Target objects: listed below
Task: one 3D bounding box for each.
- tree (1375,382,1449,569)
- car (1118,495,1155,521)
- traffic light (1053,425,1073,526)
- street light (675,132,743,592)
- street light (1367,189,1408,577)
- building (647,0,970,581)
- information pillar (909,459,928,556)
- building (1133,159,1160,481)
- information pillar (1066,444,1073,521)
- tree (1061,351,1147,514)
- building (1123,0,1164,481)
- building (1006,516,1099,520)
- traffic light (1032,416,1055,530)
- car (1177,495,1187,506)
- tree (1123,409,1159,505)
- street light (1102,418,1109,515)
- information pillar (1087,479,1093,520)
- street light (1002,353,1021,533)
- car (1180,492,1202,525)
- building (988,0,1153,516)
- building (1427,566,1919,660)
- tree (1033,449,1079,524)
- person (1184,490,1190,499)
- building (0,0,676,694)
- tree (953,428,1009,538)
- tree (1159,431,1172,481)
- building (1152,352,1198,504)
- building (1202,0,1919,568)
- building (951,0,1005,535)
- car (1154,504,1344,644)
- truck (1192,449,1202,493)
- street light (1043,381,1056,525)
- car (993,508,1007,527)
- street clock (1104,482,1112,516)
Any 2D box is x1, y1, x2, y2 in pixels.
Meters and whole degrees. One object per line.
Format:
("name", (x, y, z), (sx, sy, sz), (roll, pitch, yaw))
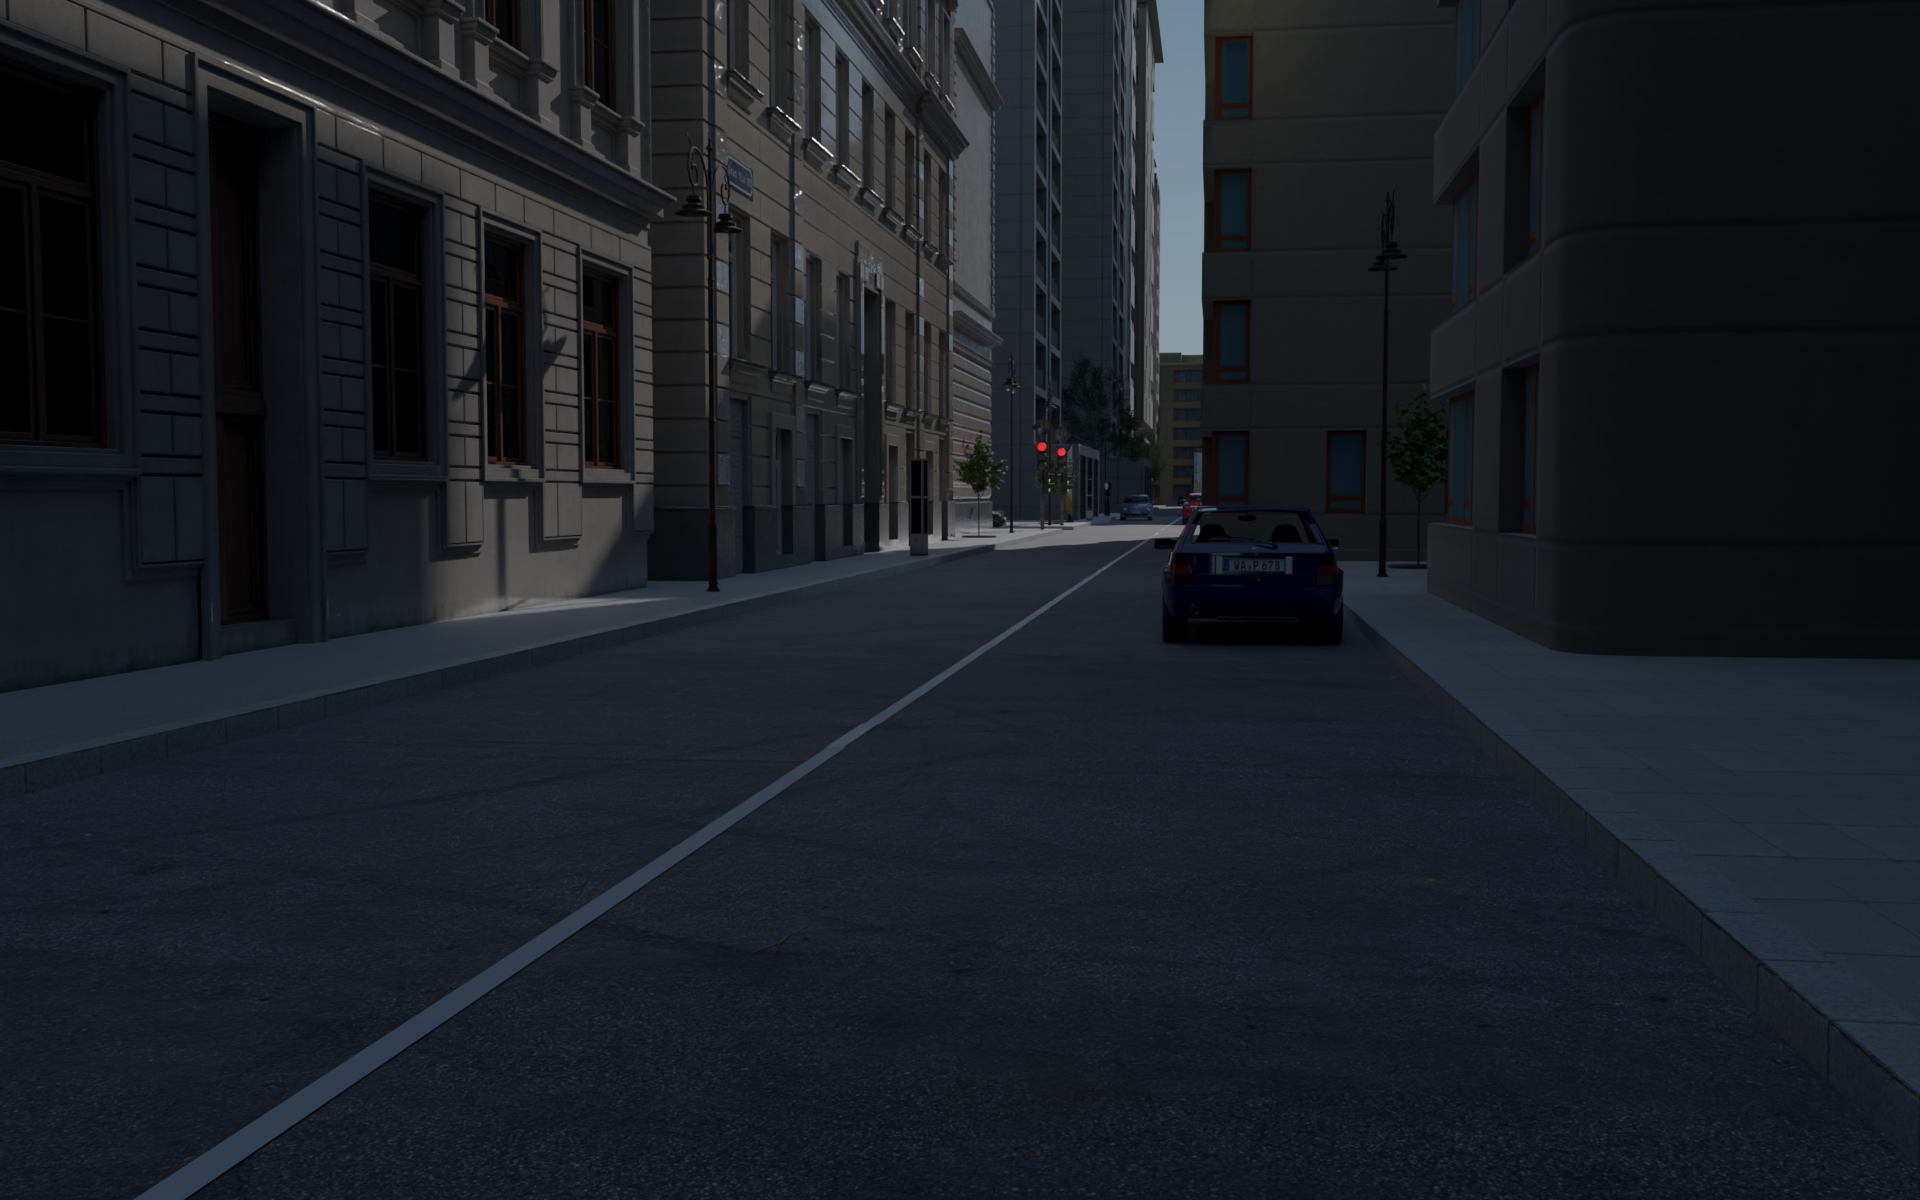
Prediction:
("tree", (8.083, -2.160, 29.924), (1.663, 3.219, 1.824), (0, 3, 0))
("car", (9.708, -5.082, 95.085), (2.014, 1.417, 4.499), (0, 4, 7))
("traffic light", (4.164, -4.982, 70.383), (0.839, 4.253, 0.868), (1, 4, 8))
("street light", (-3.251, -3.049, 22.641), (0.468, 5.910, 1.993), (1, 4, 8))
("street light", (6.538, -3.293, 26.634), (0.468, 5.910, 1.993), (1, 4, 8))
("building", (-7.480, -14.687, 37.389), (12.463, 27.353, 25.104), (1, 4, 8))
("information pillar", (-0.853, -1.929, 36.026), (0.304, 2.012, 0.304), (1, 4, 21))
("building", (17.573, -32.434, 213.887), (14.086, 41.232, 14.154), (1, 4, 8))
("information pillar", (5.093, -5.471, 80.797), (0.183, 3.616, 0.504), (2, 4, 32))
("tree", (8.751, -10.929, 113.102), (7.601, 10.594, 8.767), (1, 4, 12))
("building", (7.029, -36.549, 186.813), (28.713, 52.752, 27.495), (1, 4, 8))
("building", (-2.798, -40.102, 93.919), (20.563, 71.187, 20.611), (1, 4, 8))
("traffic light", (2.995, -4.499, 62.483), (0.839, 4.253, 0.868), (1, 4, 8))
("car", (27.986, -12.426, 215.738), (1.945, 1.354, 3.894), (0, 4, 7))
("tree", (13.743, -11.733, 142.198), (4.737, 8.622, 4.395), (0, 3, 0))
("street light", (8.808, -8.079, 104.883), (0.468, 5.910, 1.993), (1, 4, 8))
("information pillar", (6.329, -4.888, 84.409), (0.304, 2.012, 0.304), (0, 4, 8))
("street light", (1.698, -5.144, 56.892), (0.468, 5.910, 1.993), (1, 4, 8))
("car", (11.558, -4.509, 82.768), (2.155, 1.783, 4.494), (1, 4, 9))
("building", (3.832, -42.100, 126.586), (20.563, 71.187, 20.611), (1, 4, 8))
("building", (17.670, -9.827, 5.708), (27.650, 21.520, 28.899), (1, 4, 8))
("tree", (3.994, -4.842, 73.776), (1.663, 3.219, 1.824), (0, 3, 0))
("person", (26.817, -11.929, 203.166), (0.705, 1.869, 1.348), (-3, 5, -43))
("building", (-10.613, -10.890, 14.209), (11.583, 22.565, 21.152), (1, 4, 8))
("tree", (0.683, -3.454, 51.070), (1.663, 3.219, 1.824), (0, 3, 0))
("tree", (22.729, -15.438, 202.770), (4.737, 8.622, 4.395), (0, 3, 0))
("building", (19.759, -24.339, 242.977), (28.899, 21.520, 27.650), (1, 4, 8))
("building", (20.420, -12.237, 45.110), (27.650, 21.520, 28.899), (1, 4, 8))
("building", (-8.658, -14.057, 58.717), (19.941, 23.489, 11.050), (1, 4, 8))
("car", (2.976, -0.328, 17.945), (1.945, 1.354, 3.894), (0, 4, 8))
("truck", (16.455, -7.553, 112.405), (2.839, 4.237, 11.283), (0, 4, 8))
("street light", (3.669, -5.989, 70.703), (0.468, 5.910, 1.993), (1, 4, 8))
("car", (-0.281, -3.541, 67.680), (4.222, 1.686, 2.009), (1, 4, 8))
("street clock", (8.637, -5.901, 101.059), (0.358, 2.002, 0.471), (-2, 4, -25))
